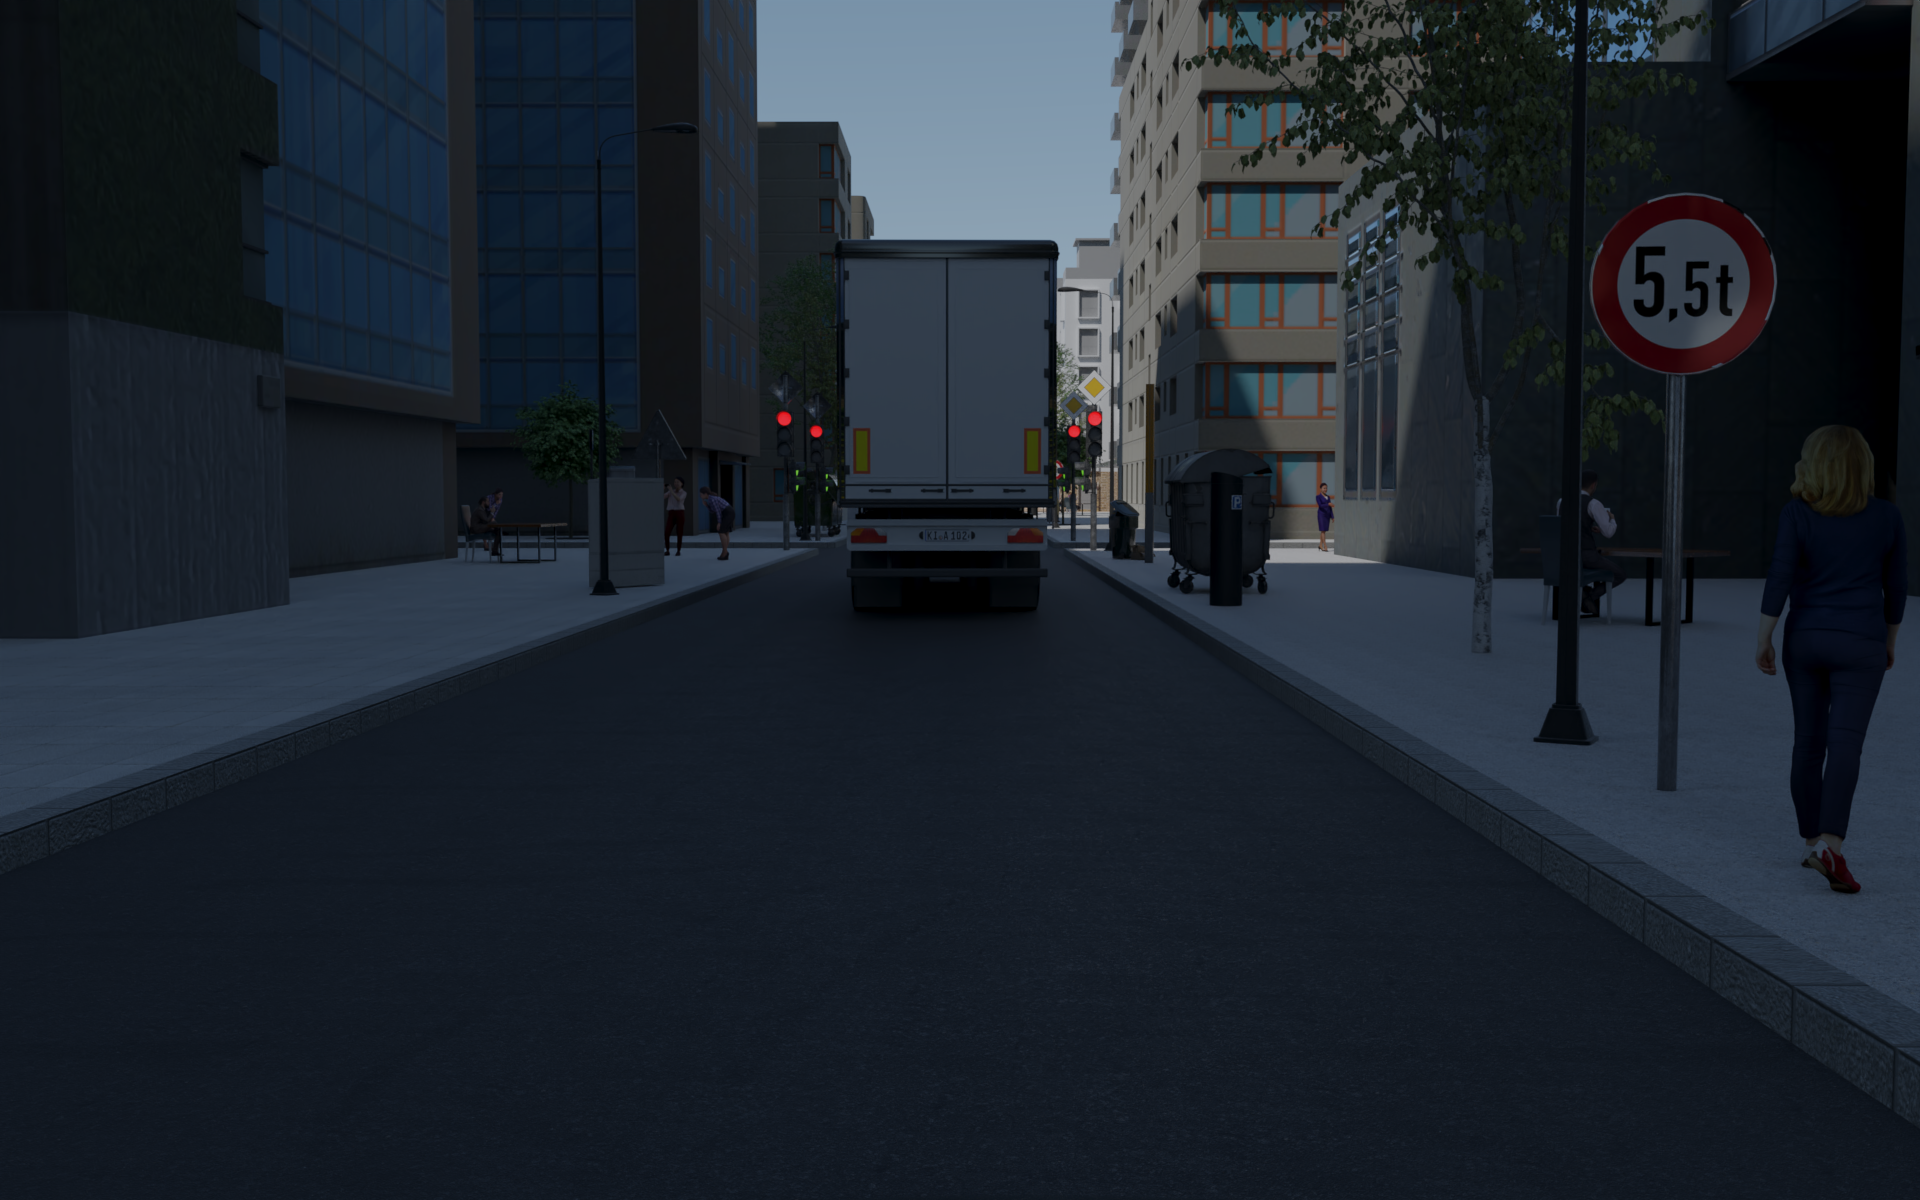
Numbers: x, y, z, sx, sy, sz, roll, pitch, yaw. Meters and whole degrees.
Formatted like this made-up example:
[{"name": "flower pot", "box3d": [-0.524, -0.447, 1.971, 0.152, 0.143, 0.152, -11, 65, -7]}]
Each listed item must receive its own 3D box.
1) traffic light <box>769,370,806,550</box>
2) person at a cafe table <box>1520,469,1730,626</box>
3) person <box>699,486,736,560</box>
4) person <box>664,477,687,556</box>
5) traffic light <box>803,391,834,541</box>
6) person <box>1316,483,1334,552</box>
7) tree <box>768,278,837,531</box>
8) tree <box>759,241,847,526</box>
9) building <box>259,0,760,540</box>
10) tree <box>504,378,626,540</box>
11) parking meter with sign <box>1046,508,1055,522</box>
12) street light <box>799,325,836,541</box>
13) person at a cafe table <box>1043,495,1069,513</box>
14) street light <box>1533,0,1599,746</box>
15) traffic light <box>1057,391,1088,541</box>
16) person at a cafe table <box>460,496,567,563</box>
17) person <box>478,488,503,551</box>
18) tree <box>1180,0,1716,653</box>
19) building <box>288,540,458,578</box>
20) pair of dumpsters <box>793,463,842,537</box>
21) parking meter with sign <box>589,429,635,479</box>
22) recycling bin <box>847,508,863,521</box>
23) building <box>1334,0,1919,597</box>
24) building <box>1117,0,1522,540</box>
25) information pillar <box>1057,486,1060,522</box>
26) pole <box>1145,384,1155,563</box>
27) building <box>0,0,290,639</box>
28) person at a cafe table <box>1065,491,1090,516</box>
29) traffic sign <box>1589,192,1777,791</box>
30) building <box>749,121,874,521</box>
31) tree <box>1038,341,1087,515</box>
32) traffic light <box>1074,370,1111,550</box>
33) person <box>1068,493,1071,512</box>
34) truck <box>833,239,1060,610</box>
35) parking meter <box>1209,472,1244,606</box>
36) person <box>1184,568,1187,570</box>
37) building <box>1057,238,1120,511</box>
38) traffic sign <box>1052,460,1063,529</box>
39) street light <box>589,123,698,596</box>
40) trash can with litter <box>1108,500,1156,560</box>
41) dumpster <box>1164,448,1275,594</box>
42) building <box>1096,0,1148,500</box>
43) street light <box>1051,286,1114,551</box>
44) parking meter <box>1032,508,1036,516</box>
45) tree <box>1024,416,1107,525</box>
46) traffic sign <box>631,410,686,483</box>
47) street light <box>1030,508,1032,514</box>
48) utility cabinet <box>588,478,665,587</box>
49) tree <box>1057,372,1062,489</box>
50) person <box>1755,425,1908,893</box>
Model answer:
[{"name": "traffic light", "box3d": [-3.939, -3.086, 39.378, 0.839, 4.253, 0.868, 0, 4, 0]}, {"name": "person at a cafe table", "box3d": [6.410, -0.531, 17.199, 1.622, 1.524, 1.698, -3, 4, -37]}, {"name": "person", "box3d": [-4.687, -1.483, 33.520, 0.697, 1.427, 0.421, -1, 4, -18]}, {"name": "person", "box3d": [-5.931, -1.735, 35.873, 0.566, 1.644, 0.517, -2, 4, -31]}, {"name": "traffic light", "box3d": [-3.878, -3.574, 47.363, 0.839, 4.253, 0.868, 0, 4, 0]}, {"name": "person", "box3d": [8.178, -1.840, 38.491, 0.546, 1.535, 0.453, 3, 5, 43]}, {"name": "tree", "box3d": [-4.469, -6.700, 59.913, 4.737, 8.622, 4.395, 0, 3, 0]}, {"name": "tree", "box3d": [-5.111, -8.865, 70.702, 9.928, 11.665, 9.643, 0, 3, 0]}, {"name": "building", "box3d": [-14.635, -24.961, 58.222, 14.600, 45.320, 14.200, 0, 4, 0]}, {"name": "tree", "box3d": [-11.218, -4.018, 49.411, 4.285, 4.588, 4.351, 0, 3, 0]}, {"name": "parking meter with sign", "box3d": [4.199, -5.156, 80.554, 0.543, 3.016, 1.738, 0, 4, 0]}, {"name": "street light", "box3d": [-3.715, -4.587, 47.540, 1.470, 5.913, 1.316, 0, 4, 0]}, {"name": "person at a cafe table", "box3d": [6.480, -6.440, 116.155, 1.726, 1.238, 1.698, 3, 5, 41]}, {"name": "street light", "box3d": [2.612, -2.220, 8.839, 1.470, 5.913, 1.316, 0, 4, 0]}, {"name": "traffic light", "box3d": [3.083, -3.572, 47.325, 0.839, 4.253, 0.868, 0, 4, 0]}, {"name": "person at a cafe table", "box3d": [-8.473, -1.326, 32.547, 1.726, 1.238, 1.698, 0, 4, 3]}, {"name": "person", "box3d": [-10.549, -1.817, 38.985, 0.697, 1.427, 0.421, 2, 4, 29]}, {"name": "tree", "box3d": [4.070, -3.868, 13.599, 4.737, 8.622, 4.395, 0, 3, 0]}, {"name": "building", "box3d": [-16.871, -23.055, 27.059, 14.200, 45.320, 14.600, 0, 4, 0]}, {"name": "pair of dumpsters", "box3d": [-4.350, -3.112, 53.382, 1.574, 2.255, 4.437, 0, 4, 1]}, {"name": "parking meter with sign", "box3d": [-9.146, -3.103, 46.991, 1.738, 3.016, 0.543, -1, 4, -10]}, {"name": "recycling bin", "box3d": [-4.090, -3.485, 69.541, 0.722, 1.027, 0.722, 1, 4, 12]}, {"name": "building", "box3d": [18.966, -43.171, 18.523, 22.319, 86.520, 31.000, 0, 4, 0]}, {"name": "building", "box3d": [21.269, -13.266, 61.946, 28.899, 21.520, 27.650, 0, 4, 0]}, {"name": "information pillar", "box3d": [4.405, -5.328, 78.465, 0.183, 3.616, 0.504, 1, 4, 17]}, {"name": "pole", "box3d": [3.522, -2.344, 32.160, 0.158, 3.312, 0.155, 0, 3, 0]}, {"name": "building", "box3d": [-14.851, -14.720, 12.379, 14.160, 30.474, 14.107, 0, 4, 0]}, {"name": "person at a cafe table", "box3d": [7.062, -5.813, 103.562, 1.622, 1.524, 1.698, -2, 4, -30]}, {"name": "traffic sign", "box3d": [3.065, -0.448, 7.433, 0.768, 2.556, 0.104, 0, 4, 5]}, {"name": "building", "box3d": [-19.342, -15.298, 95.168, 27.650, 21.520, 28.899, 0, 4, 0]}, {"name": "tree", "box3d": [4.342, -11.162, 108.248, 9.928, 11.665, 9.643, 0, 3, 0]}, {"name": "traffic light", "box3d": [3.022, -3.084, 39.340, 0.839, 4.253, 0.868, 0, 4, 0]}, {"name": "person", "box3d": [7.880, -6.870, 121.599, 0.776, 1.435, 0.726, 3, 5, 40]}, {"name": "truck", "box3d": [-0.235, -2.189, 24.703, 2.839, 4.237, 11.283, 0, 4, -1]}, {"name": "parking meter", "box3d": [3.061, -0.703, 19.904, 0.372, 1.533, 0.369, 0, 3, 0]}, {"name": "person", "box3d": [3.961, -1.361, 29.021, 0.376, 1.734, 0.841, -1, 4, -9]}, {"name": "building", "box3d": [15.155, -16.960, 133.724, 16.016, 20.091, 11.380, 0, 4, 0]}, {"name": "traffic sign", "box3d": [3.416, -3.880, 63.551, 0.768, 2.556, 0.104, 0, 4, 4]}, {"name": "street light", "box3d": [-3.982, -3.015, 21.840, 1.470, 5.913, 1.316, 0, 4, 0]}, {"name": "trash can with litter", "box3d": [3.410, -1.381, 33.968, 0.624, 1.170, 1.055, -3, 5, -39]}, {"name": "dumpster", "box3d": [3.423, -1.047, 22.873, 1.264, 1.857, 1.865, 0, 4, 0]}, {"name": "building", "box3d": [20.904, -29.728, 105.669, 23.786, 49.044, 30.456, 0, 4, 0]}, {"name": "street light", "box3d": [2.879, -4.060, 38.915, 1.470, 5.913, 1.316, 0, 4, 0]}, {"name": "parking meter", "box3d": [4.332, -5.773, 102.791, 0.372, 1.533, 0.369, 0, 3, 0]}, {"name": "tree", "box3d": [4.388, -5.412, 72.202, 4.285, 4.588, 4.351, 0, 3, 0]}, {"name": "traffic sign", "box3d": [-4.650, -1.634, 26.713, 0.884, 2.594, 0.081, 1, 4, 10]}, {"name": "street light", "box3d": [3.083, -5.672, 65.273, 1.470, 5.913, 1.316, 0, 4, 0]}, {"name": "utility cabinet", "box3d": [-4.596, -0.928, 23.856, 0.318, 1.500, 1.173, 2, 4, 33]}, {"name": "tree", "box3d": [5.305, -9.067, 98.612, 4.737, 8.622, 4.395, 0, 3, 0]}, {"name": "person", "box3d": [2.918, 0.173, 5.758, 0.480, 1.512, 0.613, 1, 4, 9]}]
